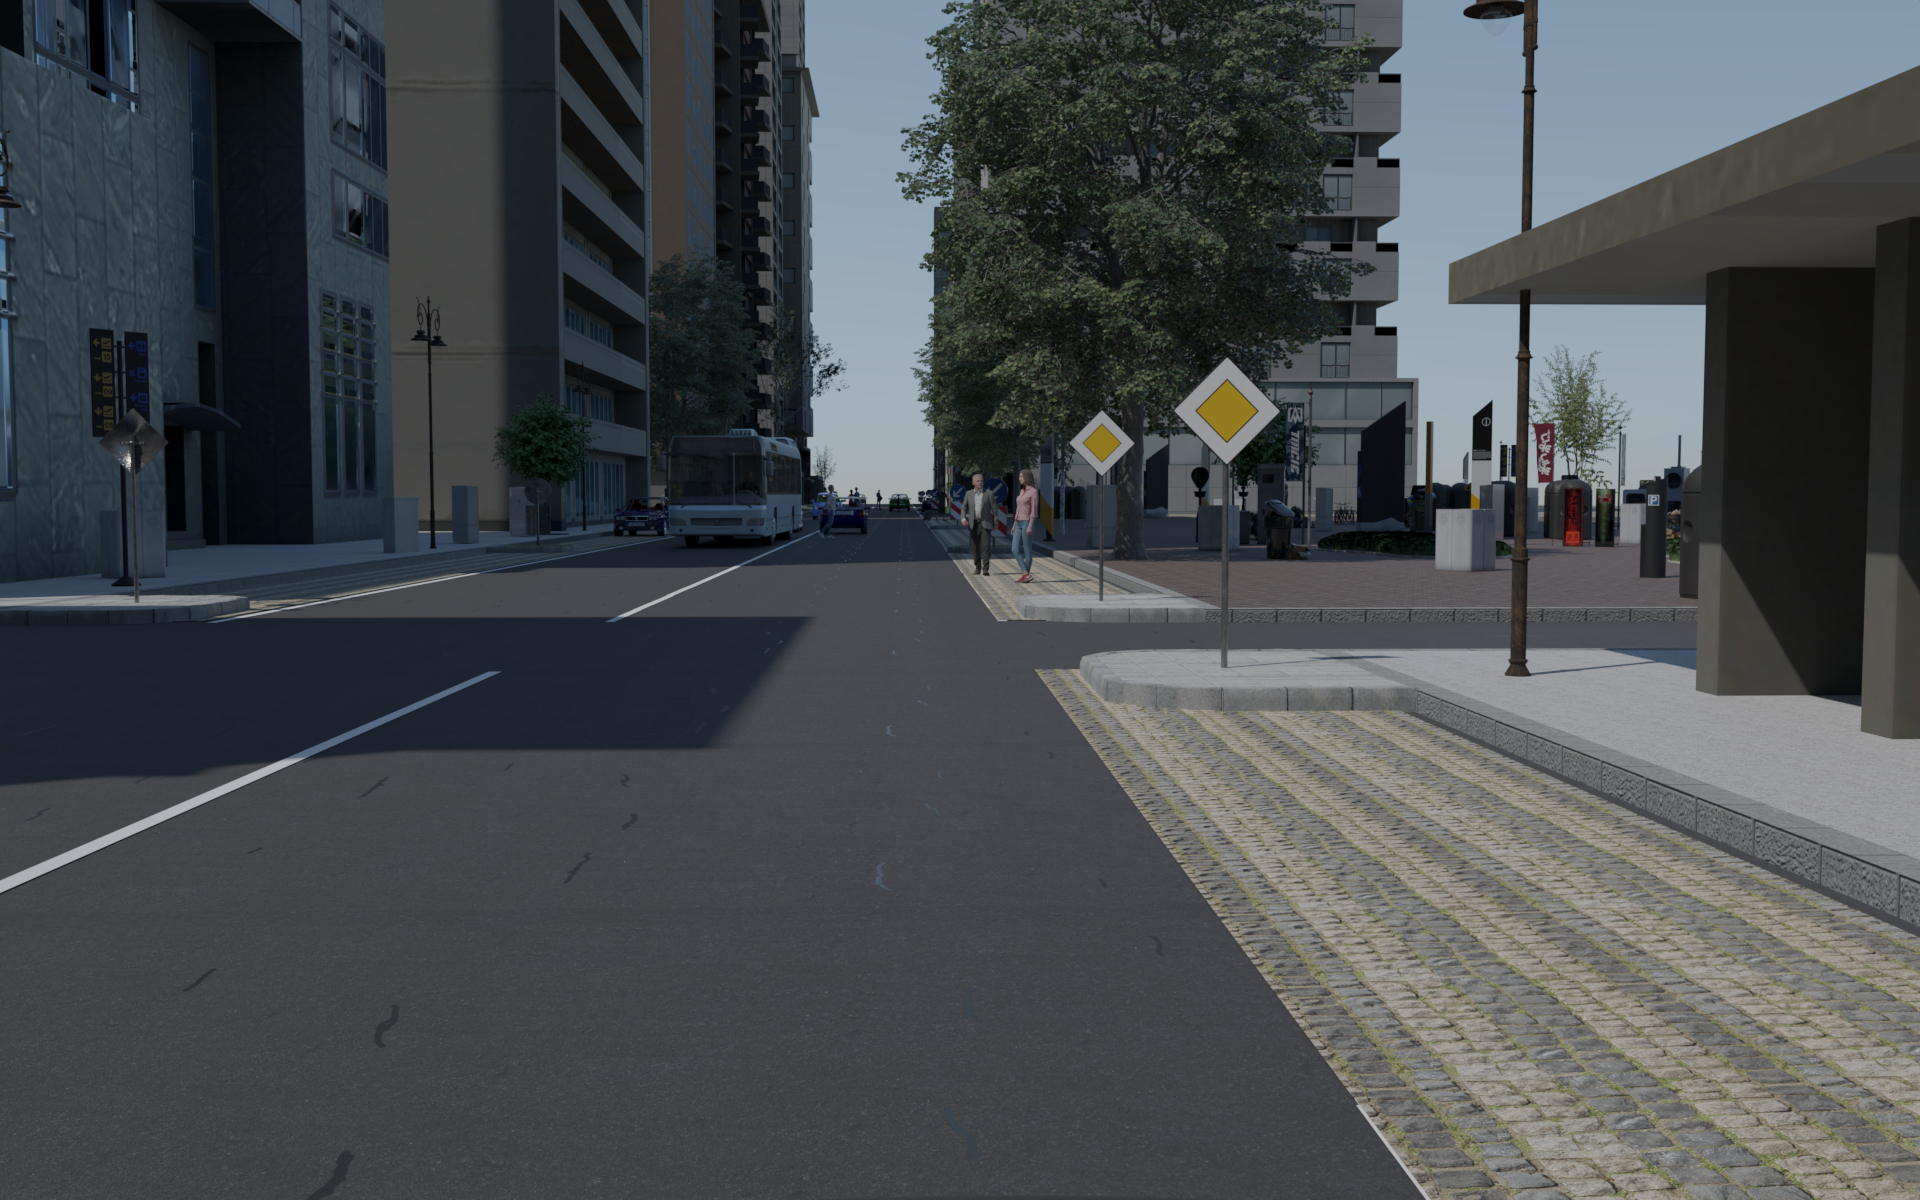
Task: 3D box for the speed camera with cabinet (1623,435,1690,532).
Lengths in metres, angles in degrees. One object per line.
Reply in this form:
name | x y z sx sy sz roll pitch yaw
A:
speed camera with cabinet | 23.437 -3.914 58.327 2.038 3.252 0.660 3 5 43

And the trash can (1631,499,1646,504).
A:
trash can | 20.599 -2.483 52.251 0.748 1.137 0.748 0 3 0

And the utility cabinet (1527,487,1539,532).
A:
utility cabinet | 19.137 -3.038 58.354 0.318 1.500 1.173 3 4 36

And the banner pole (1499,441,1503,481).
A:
banner pole | 25.589 -5.619 81.894 0.401 3.779 0.863 2 4 28

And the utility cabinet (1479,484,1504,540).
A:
utility cabinet | 12.081 -1.879 39.405 0.318 1.500 1.173 2 4 30

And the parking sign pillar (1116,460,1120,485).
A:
parking sign pillar | 7.910 -5.984 86.311 1.447 3.967 1.447 2 4 27

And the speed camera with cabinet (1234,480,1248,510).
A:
speed camera with cabinet | 13.775 -5.546 85.017 0.660 3.252 2.038 0 4 7

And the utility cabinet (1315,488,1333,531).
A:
utility cabinet | 12.694 -3.158 60.314 0.318 1.500 1.173 0 4 -4

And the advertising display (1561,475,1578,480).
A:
advertising display | 20.264 -3.205 57.614 0.123 1.923 0.974 0 4 -7

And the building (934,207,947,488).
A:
building | 3.224 -34.533 248.215 14.154 41.232 14.086 0 4 -2

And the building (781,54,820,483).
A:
building | -32.018 -38.104 212.237 28.713 52.752 27.495 0 4 -2

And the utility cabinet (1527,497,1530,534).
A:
utility cabinet | 18.166 -2.737 55.916 0.306 1.237 1.020 0 4 8

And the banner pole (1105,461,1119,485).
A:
banner pole | 7.489 -5.730 83.704 0.401 3.779 0.863 -2 4 -29

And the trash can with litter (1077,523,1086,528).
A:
trash can with litter | 5.199 -3.248 64.166 1.678 1.210 2.233 -2 4 -26

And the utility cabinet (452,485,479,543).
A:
utility cabinet | -12.858 -2.224 45.048 0.318 1.500 1.173 -2 4 -35

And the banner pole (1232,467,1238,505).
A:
banner pole | 9.491 -4.225 59.102 0.401 3.779 0.863 -3 4 -37

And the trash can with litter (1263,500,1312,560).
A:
trash can with litter | 6.489 -1.392 34.139 0.624 1.170 1.055 -3 4 -37

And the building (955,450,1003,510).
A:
building | 10.120 -43.283 145.922 20.563 71.187 20.611 0 4 -2

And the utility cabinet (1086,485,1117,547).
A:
utility cabinet | 3.610 -2.012 41.582 1.173 1.500 0.318 -2 4 -26

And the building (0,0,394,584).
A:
building | -25.249 -44.023 32.446 22.319 86.520 31.000 0 4 -2

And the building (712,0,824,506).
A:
building | -29.227 -48.799 236.121 20.563 71.187 20.611 0 4 -2

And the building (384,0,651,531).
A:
building | -24.685 -27.189 68.237 21.300 48.544 21.600 0 4 -2

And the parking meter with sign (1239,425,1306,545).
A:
parking meter with sign | 7.912 -2.925 44.092 1.738 3.016 0.543 1 4 12

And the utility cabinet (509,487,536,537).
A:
utility cabinet | -13.140 -2.649 51.985 0.318 1.500 1.173 -3 5 -40

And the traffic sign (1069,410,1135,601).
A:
traffic sign | 1.689 -1.043 20.699 0.795 2.450 0.064 0 4 -2

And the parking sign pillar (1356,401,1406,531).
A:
parking sign pillar | 12.239 -3.784 50.342 1.447 3.967 1.447 0 4 -7

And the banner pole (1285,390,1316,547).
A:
banner pole | 8.209 -3.160 41.688 0.863 3.779 0.401 -1 4 -13

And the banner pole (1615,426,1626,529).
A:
banner pole | 24.404 -4.518 63.886 0.401 3.779 0.863 3 5 40

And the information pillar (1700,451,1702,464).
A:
information pillar | 12.656 -1.507 29.126 0.304 2.012 0.304 -1 4 -13

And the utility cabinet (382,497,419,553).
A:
utility cabinet | -12.268 -1.641 37.990 0.306 1.237 1.020 1 4 13

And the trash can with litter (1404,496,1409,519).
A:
trash can with litter | 22.016 -4.639 86.899 1.678 1.210 2.233 -3 5 -42

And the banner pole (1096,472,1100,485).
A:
banner pole | 7.844 -6.449 95.452 0.863 3.779 0.401 -1 4 -22

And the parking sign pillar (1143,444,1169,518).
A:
parking sign pillar | 10.521 -6.395 93.024 1.447 3.967 1.447 -1 4 -21

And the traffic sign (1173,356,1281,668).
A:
traffic sign | 1.947 -0.555 12.718 0.795 2.450 0.064 0 4 -2

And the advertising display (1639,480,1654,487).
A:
advertising display | 31.075 -4.461 78.148 0.123 1.923 0.974 -2 4 -29

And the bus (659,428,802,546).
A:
bus | -6.464 -3.436 51.041 2.948 3.499 13.247 0 4 -1

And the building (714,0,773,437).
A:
building | -27.221 -29.910 143.655 22.147 44.769 28.867 0 4 -2

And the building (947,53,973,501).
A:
building | 6.276 -29.421 164.635 14.154 41.232 14.086 0 4 -2

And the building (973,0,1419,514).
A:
building | 14.813 -32.596 122.184 28.713 52.752 27.495 0 4 -2

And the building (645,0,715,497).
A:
building | -22.188 -27.615 101.611 14.600 45.320 14.200 0 4 -2

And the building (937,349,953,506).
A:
building | 11.047 -23.347 226.758 27.650 21.520 28.899 0 4 -2

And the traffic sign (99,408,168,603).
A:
traffic sign | -9.700 -1.022 20.353 0.795 2.450 0.064 0 4 -2

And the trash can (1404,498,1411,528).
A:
trash can | 17.327 -3.343 66.304 0.748 1.137 0.748 0 3 0
